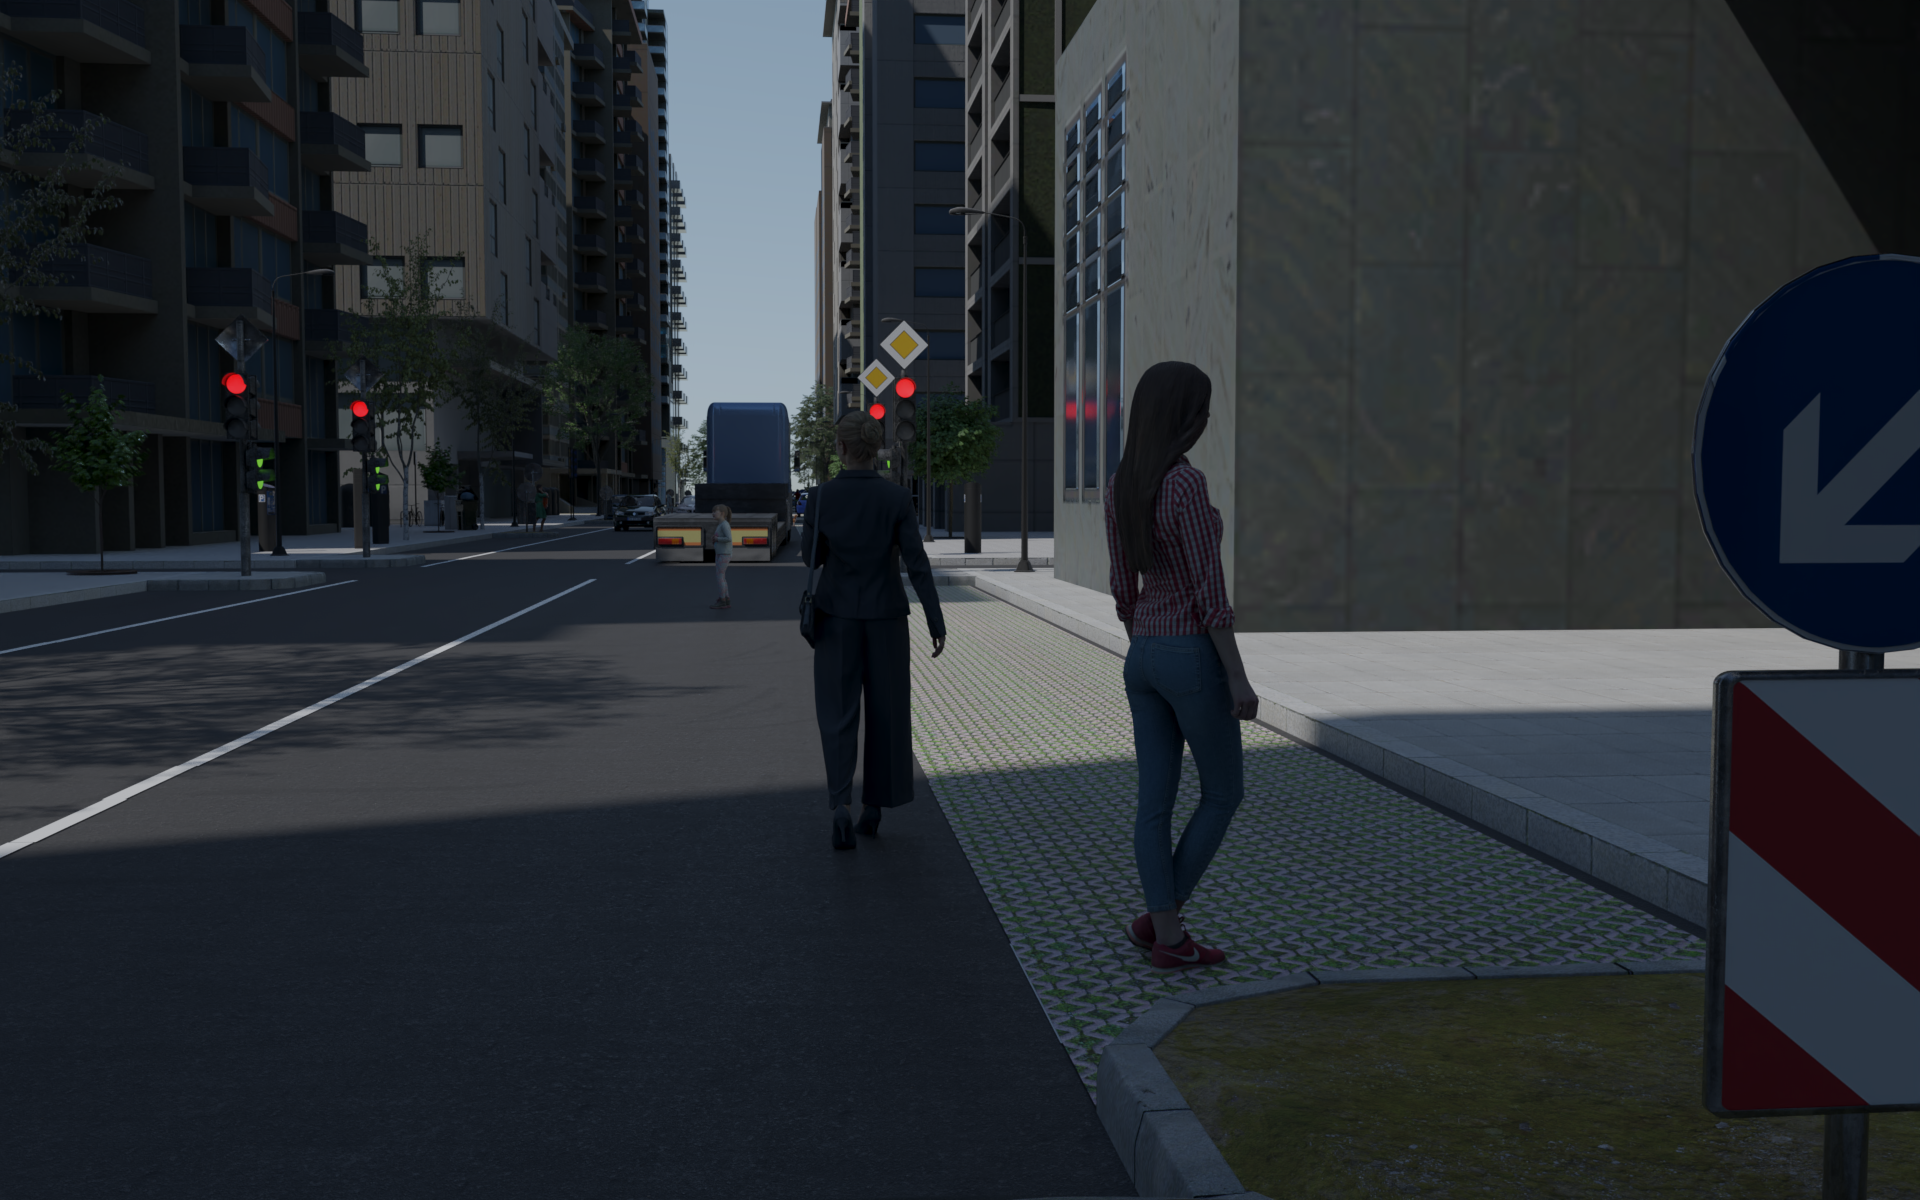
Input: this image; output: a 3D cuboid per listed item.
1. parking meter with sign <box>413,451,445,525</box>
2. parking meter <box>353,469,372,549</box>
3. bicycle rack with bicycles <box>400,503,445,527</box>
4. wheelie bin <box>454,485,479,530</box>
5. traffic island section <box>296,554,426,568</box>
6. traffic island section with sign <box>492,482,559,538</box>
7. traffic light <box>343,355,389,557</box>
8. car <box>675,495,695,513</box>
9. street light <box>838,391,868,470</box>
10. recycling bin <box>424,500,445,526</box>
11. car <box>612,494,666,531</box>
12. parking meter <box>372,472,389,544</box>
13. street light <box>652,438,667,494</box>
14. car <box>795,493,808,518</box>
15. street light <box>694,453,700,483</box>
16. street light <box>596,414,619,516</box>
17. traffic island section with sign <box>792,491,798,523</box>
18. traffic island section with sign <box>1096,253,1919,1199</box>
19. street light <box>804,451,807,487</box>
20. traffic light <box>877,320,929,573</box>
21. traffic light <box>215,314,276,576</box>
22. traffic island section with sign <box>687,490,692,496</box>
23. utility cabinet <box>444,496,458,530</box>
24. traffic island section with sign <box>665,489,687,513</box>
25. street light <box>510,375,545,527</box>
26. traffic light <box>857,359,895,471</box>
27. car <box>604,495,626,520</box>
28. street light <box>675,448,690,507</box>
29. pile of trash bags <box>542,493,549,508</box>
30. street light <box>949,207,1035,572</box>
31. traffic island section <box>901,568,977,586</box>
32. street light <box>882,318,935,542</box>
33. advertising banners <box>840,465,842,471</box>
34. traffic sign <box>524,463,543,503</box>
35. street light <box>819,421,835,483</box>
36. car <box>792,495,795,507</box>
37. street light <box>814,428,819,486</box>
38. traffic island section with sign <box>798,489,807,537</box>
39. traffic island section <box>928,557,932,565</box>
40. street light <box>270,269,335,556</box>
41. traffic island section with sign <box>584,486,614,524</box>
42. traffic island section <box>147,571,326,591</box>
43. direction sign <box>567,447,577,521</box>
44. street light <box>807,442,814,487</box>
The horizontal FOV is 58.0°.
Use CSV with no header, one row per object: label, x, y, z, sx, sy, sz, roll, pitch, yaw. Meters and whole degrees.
parking meter with sign,-21.428,-4.566,70.914,1.738,3.016,0.543,-1,4,-13
parking meter,-14.092,-2.142,40.735,0.255,1.863,0.399,0,4,-6
bicycle rack with bicycles,-20.673,-3.335,67.906,2.852,0.926,2.925,0,4,-6
wheelie bin,-17.487,-3.271,61.396,0.693,1.594,0.980,-3,5,-44
traffic island section,-12.051,-0.785,35.121,2.009,0.180,2.903,0,4,-6
traffic island section with sign,-14.410,-2.995,57.591,1.989,1.847,2.006,0,4,-6
traffic light,-12.010,-2.818,34.990,0.839,4.253,0.868,0,4,-6
car,-14.183,-4.929,92.945,2.083,1.381,4.827,0,4,-5
street light,-4.714,-6.472,78.351,1.470,5.913,1.316,0,4,-6
recycling bin,-21.203,-3.512,69.972,0.722,1.027,0.722,0,4,0
car,-12.574,-3.565,68.077,2.009,1.686,4.222,0,4,-4
parking meter,-14.898,-2.374,44.524,0.255,1.863,0.399,2,4,27
street light,-24.895,-10.445,143.311,1.470,5.913,1.316,0,4,-6
car,-9.197,-5.930,106.548,1.945,1.707,3.694,0,4,-5
street light,-30.098,-13.518,193.566,1.470,5.913,1.316,0,4,-6
street light,-20.347,-7.788,99.883,1.470,5.913,1.316,0,4,-6
traffic island section with sign,-7.205,-4.701,85.484,1.989,1.847,2.006,0,4,-6
traffic island section with sign,1.349,0.305,3.645,1.989,1.847,2.006,0,4,-6
street light,-16.005,-13.089,186.542,1.470,5.913,1.316,0,4,-6
traffic light,-0.925,-2.398,28.133,0.839,4.253,0.868,0,4,-6
traffic light,-11.179,-2.332,27.048,0.839,4.253,0.868,0,4,-6
traffic island section with sign,-25.279,-9.347,161.449,1.989,1.847,2.006,0,4,-6
utility cabinet,-18.228,-3.161,62.838,0.306,1.237,1.020,2,4,28
traffic island section with sign,-22.465,-7.707,134.640,1.989,1.847,2.006,0,4,-6
street light,-16.889,-5.817,67.646,1.470,5.913,1.316,0,4,-6
traffic light,-1.756,-2.884,36.075,0.839,4.253,0.868,0,4,-6
car,-17.608,-4.806,90.579,2.014,1.417,4.499,0,4,-7
street light,-28.181,-12.387,175.073,1.470,5.913,1.316,0,4,-6
pile of trash bags,-25.557,-5.560,100.665,3.447,1.369,1.912,0,4,7
street light,0.523,-3.409,28.271,1.470,5.913,1.316,0,4,-6
traffic island section,-0.884,-0.365,28.251,2.009,0.180,2.903,0,4,-6
street light,-1.370,-4.485,45.876,1.470,5.913,1.316,0,4,-6
advertising banners,-6.949,-6.551,103.302,0.090,3.025,2.074,1,4,9
traffic sign,-17.511,-4.343,71.106,0.768,2.556,0.104,0,4,-5
street light,-8.031,-8.414,110.109,1.470,5.913,1.316,0,4,-6
car,-16.156,-9.856,173.142,2.014,1.417,4.499,0,4,-7
street light,-9.421,-9.179,122.617,1.470,5.913,1.316,0,4,-6
traffic island section with sign,-4.370,-3.041,58.349,1.989,1.847,2.006,0,4,-6
traffic island section,-1.715,-0.851,36.193,2.009,0.180,2.903,0,4,-6
street light,-13.613,-3.874,35.883,1.470,5.913,1.316,0,4,-6
traffic island section with sign,-17.212,-4.634,84.400,1.989,1.847,2.006,0,4,-6
traffic island section,-11.220,-0.300,27.179,2.009,0.180,2.903,0,4,-6
direction sign,-19.245,-5.758,86.141,0.379,3.537,0.876,1,4,13
street light,-12.664,-11.122,154.383,1.470,5.913,1.316,0,4,-6
